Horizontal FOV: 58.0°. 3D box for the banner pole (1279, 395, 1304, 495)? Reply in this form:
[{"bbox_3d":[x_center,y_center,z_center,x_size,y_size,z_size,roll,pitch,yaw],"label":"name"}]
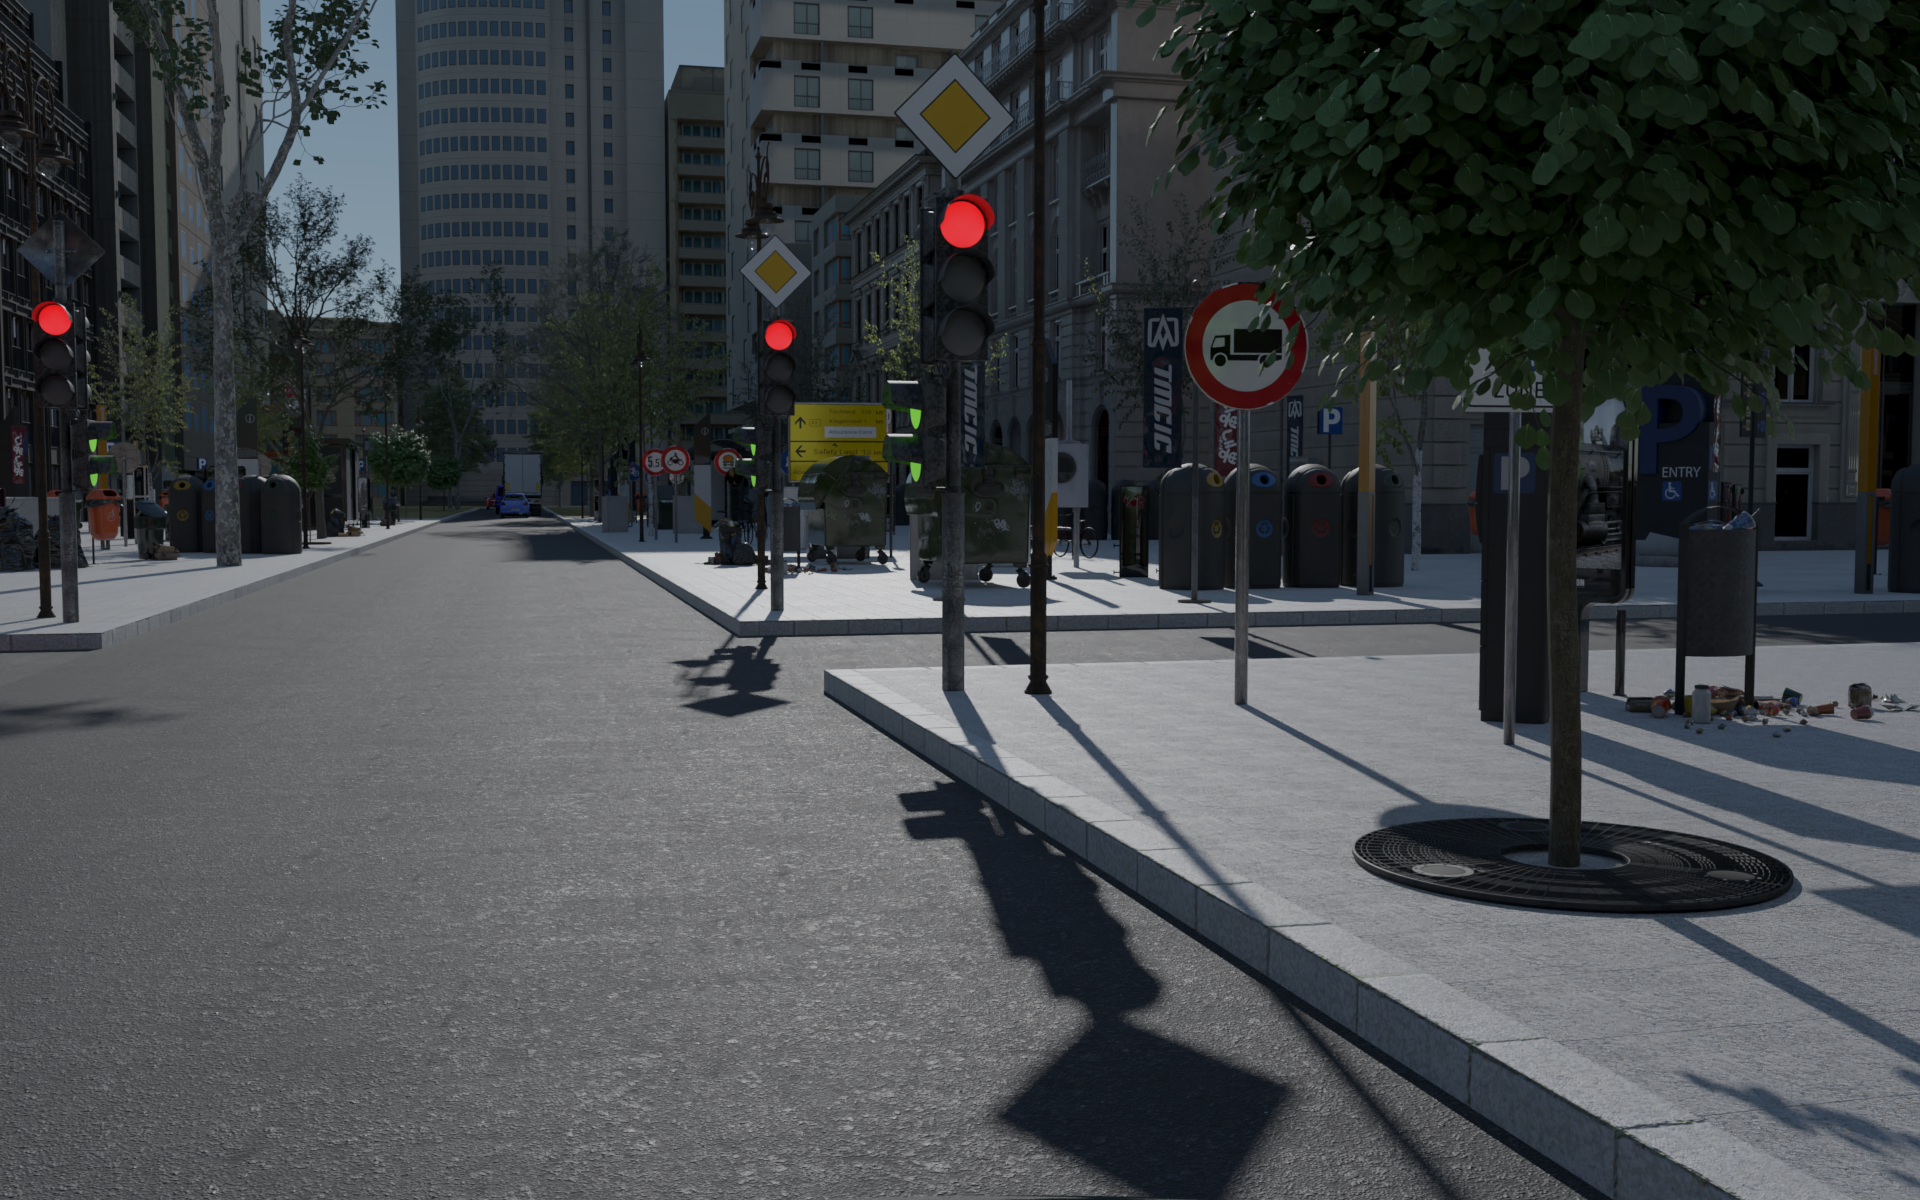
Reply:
[{"bbox_3d":[7.365,-2.982,38.780,0.401,3.779,0.863,-3,4,-39],"label":"banner pole"}]

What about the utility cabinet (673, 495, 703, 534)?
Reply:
[{"bbox_3d":[-8.781,-2.753,56.173,1.020,1.237,0.306,0,4,2],"label":"utility cabinet"}]

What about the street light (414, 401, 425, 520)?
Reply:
[{"bbox_3d":[-26.881,-6.933,86.149,0.468,5.910,1.993,-1,4,-14],"label":"street light"}]

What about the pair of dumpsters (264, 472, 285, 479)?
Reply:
[{"bbox_3d":[-26.838,-4.052,68.751,1.574,2.255,4.437,-1,4,-14],"label":"pair of dumpsters"}]

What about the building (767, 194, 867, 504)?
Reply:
[{"bbox_3d":[2.687,-16.662,117.469,27.650,21.520,28.899,-1,4,-14],"label":"building"}]

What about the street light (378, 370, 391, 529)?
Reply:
[{"bbox_3d":[-20.894,-5.523,63.084,0.468,5.910,1.993,-1,4,-14],"label":"street light"}]

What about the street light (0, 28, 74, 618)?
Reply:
[{"bbox_3d":[-9.489,-2.753,17.807,0.468,5.910,1.993,-1,4,-14],"label":"street light"}]

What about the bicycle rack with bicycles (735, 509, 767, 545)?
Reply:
[{"bbox_3d":[-4.459,-1.843,43.508,2.852,0.926,2.925,0,4,5],"label":"bicycle rack with bicycles"}]

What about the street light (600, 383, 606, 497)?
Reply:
[{"bbox_3d":[-14.183,-5.871,68.784,0.468,5.910,1.993,-1,4,-14],"label":"street light"}]

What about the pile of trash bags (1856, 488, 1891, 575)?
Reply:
[{"bbox_3d":[15.892,-1.056,27.010,3.447,1.369,1.912,2,4,31],"label":"pile of trash bags"}]

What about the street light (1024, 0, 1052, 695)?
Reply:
[{"bbox_3d":[0.503,-2.336,10.981,0.468,5.910,1.993,-1,4,-14],"label":"street light"}]

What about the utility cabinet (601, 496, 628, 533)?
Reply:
[{"bbox_3d":[-11.544,-2.861,57.945,0.306,1.237,1.020,2,4,30],"label":"utility cabinet"}]

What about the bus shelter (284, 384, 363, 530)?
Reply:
[{"bbox_3d":[-24.187,-5.404,65.993,2.179,5.291,8.768,-1,4,-14],"label":"bus shelter"}]

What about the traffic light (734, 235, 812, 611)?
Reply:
[{"bbox_3d":[-2.031,-1.837,18.951,0.839,4.253,0.868,-1,4,-14],"label":"traffic light"}]

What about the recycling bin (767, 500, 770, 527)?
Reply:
[{"bbox_3d":[-7.490,-3.438,68.773,0.722,1.027,0.722,0,4,6],"label":"recycling bin"}]

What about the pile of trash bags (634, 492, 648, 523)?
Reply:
[{"bbox_3d":[-13.146,-4.058,76.099,3.447,1.369,1.912,3,5,41],"label":"pile of trash bags"}]

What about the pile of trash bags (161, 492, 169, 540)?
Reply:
[{"bbox_3d":[-21.333,-2.369,48.487,1.912,1.369,3.447,-3,4,-39],"label":"pile of trash bags"}]

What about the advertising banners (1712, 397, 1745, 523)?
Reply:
[{"bbox_3d":[9.910,-1.602,22.384,0.090,3.025,2.074,2,4,34],"label":"advertising banners"}]

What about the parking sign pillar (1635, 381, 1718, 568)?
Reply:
[{"bbox_3d":[12.748,-2.588,30.779,1.447,3.967,1.447,-3,5,-43],"label":"parking sign pillar"}]

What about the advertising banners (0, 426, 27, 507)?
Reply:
[{"bbox_3d":[-24.507,-2.925,44.006,0.090,3.025,2.074,1,4,18],"label":"advertising banners"}]

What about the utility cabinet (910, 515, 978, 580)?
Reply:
[{"bbox_3d":[-0.243,-0.907,25.986,1.020,1.237,0.306,0,4,-2],"label":"utility cabinet"}]

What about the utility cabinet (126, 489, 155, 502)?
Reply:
[{"bbox_3d":[-36.208,-4.150,76.524,1.173,1.500,0.318,-1,4,-20],"label":"utility cabinet"}]

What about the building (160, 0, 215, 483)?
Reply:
[{"bbox_3d":[-53.855,-27.846,105.399,14.600,45.320,14.200,-1,4,-14],"label":"building"}]

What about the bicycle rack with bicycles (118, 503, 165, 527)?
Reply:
[{"bbox_3d":[-32.337,-3.333,67.876,2.852,0.926,2.925,0,4,7],"label":"bicycle rack with bicycles"}]

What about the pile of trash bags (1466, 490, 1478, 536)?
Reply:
[{"bbox_3d":[11.502,-1.546,35.034,3.447,1.369,1.912,-2,4,-35],"label":"pile of trash bags"}]

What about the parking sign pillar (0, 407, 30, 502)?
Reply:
[{"bbox_3d":[-29.524,-4.002,53.911,1.447,3.967,1.447,2,4,35],"label":"parking sign pillar"}]

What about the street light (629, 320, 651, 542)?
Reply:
[{"bbox_3d":[-8.540,-4.497,46.306,0.468,5.910,1.993,-1,4,-14],"label":"street light"}]

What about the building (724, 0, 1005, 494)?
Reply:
[{"bbox_3d":[-4.544,-33.913,143.720,28.713,52.752,27.495,-1,4,-14],"label":"building"}]

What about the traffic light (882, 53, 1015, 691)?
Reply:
[{"bbox_3d":[-0.063,-1.363,11.211,0.839,4.253,0.868,-1,4,-14],"label":"traffic light"}]

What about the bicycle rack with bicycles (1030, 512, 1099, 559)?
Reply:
[{"bbox_3d":[1.102,-1.313,34.842,2.852,0.926,2.925,-2,4,-26],"label":"bicycle rack with bicycles"}]

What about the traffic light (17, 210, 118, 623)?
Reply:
[{"bbox_3d":[-8.871,-1.730,17.202,0.839,4.253,0.868,-1,4,-14],"label":"traffic light"}]

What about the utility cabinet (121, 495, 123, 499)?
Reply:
[{"bbox_3d":[-39.355,-4.363,82.497,1.020,1.237,0.306,-1,4,-16],"label":"utility cabinet"}]

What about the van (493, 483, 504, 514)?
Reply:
[{"bbox_3d":[-32.744,-7.417,125.656,2.240,2.365,5.245,-1,4,-15],"label":"van"}]

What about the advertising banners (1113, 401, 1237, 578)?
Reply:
[{"bbox_3d":[3.396,-1.861,26.622,2.074,3.025,0.090,0,4,-5],"label":"advertising banners"}]

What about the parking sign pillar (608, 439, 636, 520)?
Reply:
[{"bbox_3d":[-16.492,-5.869,84.428,1.447,3.967,1.447,-3,4,-36],"label":"parking sign pillar"}]

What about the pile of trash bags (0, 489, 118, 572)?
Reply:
[{"bbox_3d":[-16.015,-1.245,30.115,1.912,1.369,3.447,1,4,19],"label":"pile of trash bags"}]

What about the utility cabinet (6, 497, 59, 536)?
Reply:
[{"bbox_3d":[-19.520,-1.551,36.517,1.020,1.237,0.306,-2,4,-30],"label":"utility cabinet"}]

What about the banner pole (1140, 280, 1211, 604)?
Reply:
[{"bbox_3d":[2.549,-1.860,20.428,0.863,3.779,0.401,1,4,16],"label":"banner pole"}]

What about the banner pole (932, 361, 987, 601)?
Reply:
[{"bbox_3d":[0.023,-1.870,20.587,0.401,3.779,0.863,-3,5,-43],"label":"banner pole"}]

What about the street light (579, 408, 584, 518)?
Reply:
[{"bbox_3d":[-19.920,-7.245,91.244,0.468,5.910,1.993,-1,4,-14],"label":"street light"}]

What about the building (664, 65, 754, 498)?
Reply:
[{"bbox_3d":[-23.961,-35.342,201.549,21.600,48.544,21.300,-1,4,-14],"label":"building"}]

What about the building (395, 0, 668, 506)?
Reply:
[{"bbox_3d":[-48.182,-39.955,195.265,28.212,58.520,21.231,-1,4,-14],"label":"building"}]

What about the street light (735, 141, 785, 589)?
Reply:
[{"bbox_3d":[-2.678,-3.082,23.185,0.468,5.910,1.993,-1,4,-14],"label":"street light"}]

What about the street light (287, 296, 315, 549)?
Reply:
[{"bbox_3d":[-15.390,-4.146,40.571,0.468,5.910,1.993,-1,4,-14],"label":"street light"}]

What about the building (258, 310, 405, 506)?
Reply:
[{"bbox_3d":[-77.118,-21.254,192.540,28.899,21.520,27.650,-1,4,-14],"label":"building"}]

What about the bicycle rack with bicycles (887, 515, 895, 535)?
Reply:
[{"bbox_3d":[-3.211,-2.526,54.677,2.852,0.926,2.925,-1,4,-11],"label":"bicycle rack with bicycles"}]

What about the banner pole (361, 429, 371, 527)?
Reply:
[{"bbox_3d":[-22.998,-4.712,67.063,0.401,3.779,0.863,0,4,-5],"label":"banner pole"}]

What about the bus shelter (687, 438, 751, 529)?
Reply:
[{"bbox_3d":[-9.249,-4.385,65.624,2.014,3.302,5.546,-1,4,-14],"label":"bus shelter"}]

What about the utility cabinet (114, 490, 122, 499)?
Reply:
[{"bbox_3d":[-41.559,-4.723,85.899,1.173,1.500,0.318,3,4,38],"label":"utility cabinet"}]
